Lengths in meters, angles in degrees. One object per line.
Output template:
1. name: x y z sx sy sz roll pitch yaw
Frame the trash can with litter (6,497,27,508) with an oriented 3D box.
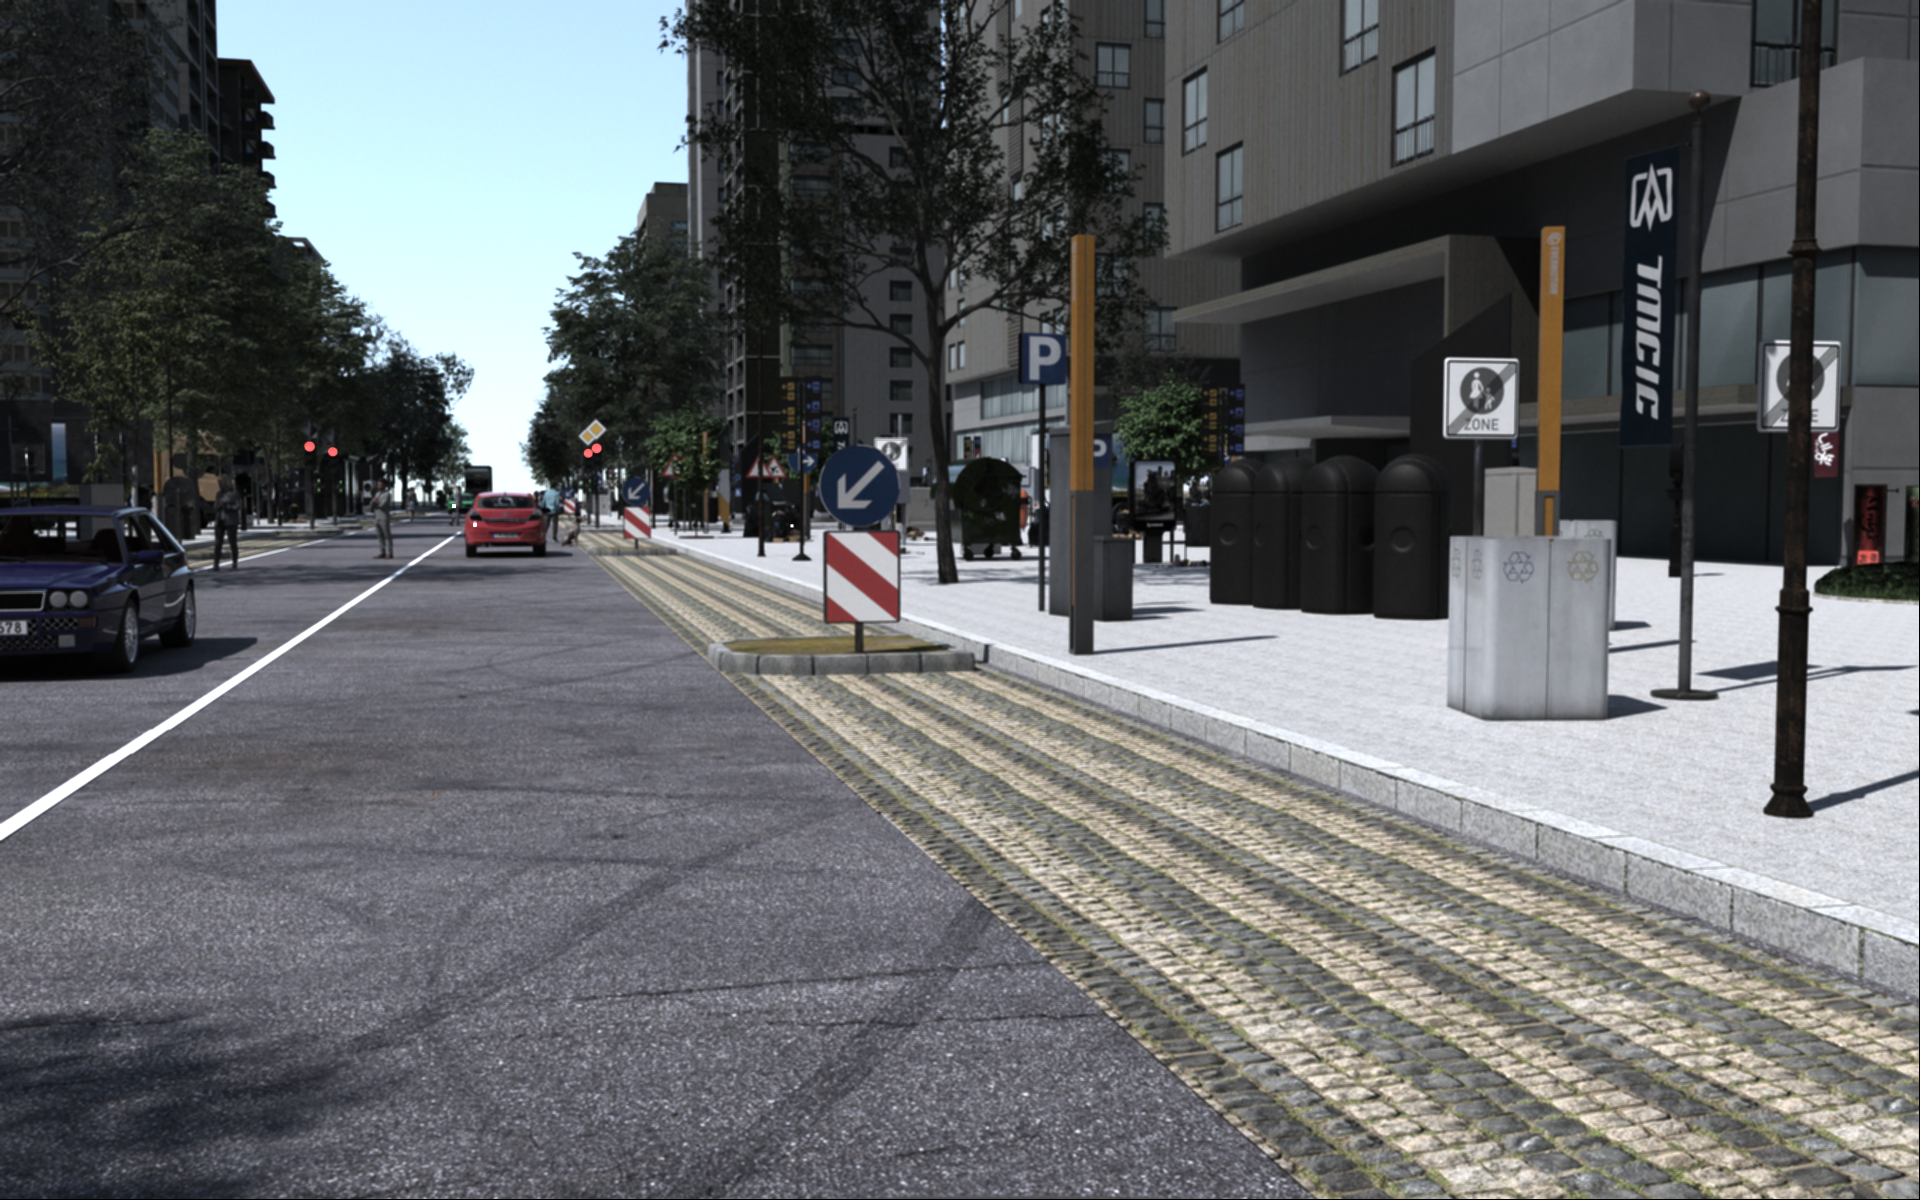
1. trash can with litter: -26.419 -2.337 49.275 1.678 1.210 2.233 -1 4 -12

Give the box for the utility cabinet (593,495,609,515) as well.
1. utility cabinet: -21.798 -5.759 105.329 1.020 1.237 0.306 0 4 3

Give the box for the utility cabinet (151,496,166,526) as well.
1. utility cabinet: -28.583 -3.083 61.571 1.020 1.237 0.306 3 5 40

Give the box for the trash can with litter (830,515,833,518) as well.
1. trash can with litter: -7.000 -5.333 98.580 0.624 1.170 1.055 0 4 6

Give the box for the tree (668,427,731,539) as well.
1. tree: -7.749 -3.409 50.339 1.663 3.219 1.824 0 3 0

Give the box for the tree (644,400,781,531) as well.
1. tree: -9.446 -4.722 60.925 4.285 4.588 4.351 0 3 0

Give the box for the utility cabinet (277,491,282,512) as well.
1. utility cabinet: -53.334 -7.781 135.892 1.173 1.500 0.318 -2 4 -34

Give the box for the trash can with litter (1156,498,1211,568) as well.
1. trash can with litter: 4.631 -1.196 30.610 2.233 1.210 1.678 1 4 10

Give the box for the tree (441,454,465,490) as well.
1. tree: -80.901 -19.929 276.197 4.737 8.622 4.395 0 3 0

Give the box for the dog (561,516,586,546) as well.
1. dog: -10.782 -1.892 47.772 0.800 0.831 0.513 2 4 32

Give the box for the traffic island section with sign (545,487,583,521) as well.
1. traffic island section with sign: -21.190 -5.184 93.385 1.989 1.847 2.006 -1 4 -14

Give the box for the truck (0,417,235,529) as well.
1. truck: -32.326 -4.611 64.299 11.283 4.237 2.839 -1 4 -15

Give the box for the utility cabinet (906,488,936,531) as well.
1. utility cabinet: -1.319 -3.069 58.853 1.173 1.500 0.318 -1 4 -23

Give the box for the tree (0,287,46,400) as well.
1. tree: -32.271 -6.512 56.835 4.360 8.622 3.978 0 3 0

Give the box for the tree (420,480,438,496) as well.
1. tree: -56.045 -11.472 182.172 1.663 3.219 1.824 0 3 0

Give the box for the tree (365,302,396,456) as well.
1. tree: -31.115 -10.081 82.951 7.486 12.596 7.792 0 3 0

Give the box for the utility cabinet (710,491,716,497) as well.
1. utility cabinet: -18.004 -7.192 126.267 1.173 1.500 0.318 -1 4 -16

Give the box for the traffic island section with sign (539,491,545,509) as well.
1. traffic island section with sign: -28.081 -6.839 120.445 1.989 1.847 2.006 -1 4 -14

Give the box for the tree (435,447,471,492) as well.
1. tree: -86.198 -22.052 294.966 7.601 10.594 8.767 -1 4 -8

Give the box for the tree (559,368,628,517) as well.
1. tree: -20.033 -9.026 97.943 4.360 8.622 3.978 0 3 0

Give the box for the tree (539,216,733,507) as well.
1. tree: -15.204 -10.651 80.793 9.857 13.997 8.962 0 3 0

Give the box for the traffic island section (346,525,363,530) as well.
1. traffic island section: -25.300 -2.923 70.070 2.009 0.180 2.903 -1 4 -14

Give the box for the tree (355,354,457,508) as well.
1. tree: -49.718 -15.190 155.017 9.857 13.997 8.962 0 3 0

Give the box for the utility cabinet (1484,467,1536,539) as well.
1. utility cabinet: 4.692 -0.361 14.578 0.318 1.500 1.173 0 4 5

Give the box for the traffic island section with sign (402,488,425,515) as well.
1. traffic island section with sign: -37.636 -6.713 118.388 1.989 1.847 2.006 -1 4 -14

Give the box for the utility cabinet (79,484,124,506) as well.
1. utility cabinet: -19.308 -1.853 38.973 0.318 1.500 1.173 1 4 8

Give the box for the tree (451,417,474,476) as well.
1. tree: -68.462 -18.607 229.980 9.928 11.665 9.643 0 3 0

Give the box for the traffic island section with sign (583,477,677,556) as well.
1. traffic island section with sign: -7.773 -1.967 40.782 1.989 1.847 2.006 -1 4 -14

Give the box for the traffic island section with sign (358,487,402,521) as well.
1. traffic island section with sign: -30.961 -5.110 92.178 1.989 1.847 2.006 -1 4 -14

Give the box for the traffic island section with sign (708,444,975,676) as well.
1. traffic island section with sign: -1.087 -0.364 14.572 1.989 1.847 2.006 -1 4 -14

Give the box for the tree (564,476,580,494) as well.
1. tree: -38.134 -10.818 171.478 1.663 3.219 1.824 0 3 0

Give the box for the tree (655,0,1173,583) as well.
1. tree: -0.506 -5.523 24.717 7.601 10.594 8.767 0 4 7

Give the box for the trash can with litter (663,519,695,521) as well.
1. trash can with litter: -13.521 -4.466 84.069 2.233 1.210 1.678 -3 4 -37

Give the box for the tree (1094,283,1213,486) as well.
1. tree: 6.390 -6.714 60.138 4.360 8.622 3.978 0 3 0

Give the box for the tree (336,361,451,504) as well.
1. tree: -44.895 -12.729 133.876 9.928 11.665 9.643 0 3 0

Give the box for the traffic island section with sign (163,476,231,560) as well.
1. traffic island section with sign: -17.139 -1.795 37.973 1.989 1.847 2.006 -1 4 -14

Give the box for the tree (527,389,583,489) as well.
1. tree: -40.509 -15.831 176.960 7.486 12.596 7.792 0 3 0

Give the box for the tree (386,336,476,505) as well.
1. tree: -65.259 -21.576 208.649 12.611 20.169 13.585 0 3 0

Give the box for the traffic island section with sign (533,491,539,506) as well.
1. traffic island section with sign: -40.516 -9.824 169.254 1.989 1.847 2.006 -1 4 -14

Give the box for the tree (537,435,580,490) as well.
1. tree: -53.923 -18.960 235.757 9.928 11.665 9.643 0 3 0

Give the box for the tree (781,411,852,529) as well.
1. tree: -5.575 -4.938 64.444 4.285 4.588 4.351 0 3 0

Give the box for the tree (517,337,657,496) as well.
1. tree: -28.347 -13.694 134.273 12.009 13.543 11.850 0 3 0

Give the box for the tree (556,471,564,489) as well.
1. tree: -57.035 -18.112 246.500 4.737 8.622 4.395 0 3 0

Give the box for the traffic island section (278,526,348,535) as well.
1. traffic island section: -23.328 -2.450 62.332 2.009 0.180 2.903 -1 4 -14

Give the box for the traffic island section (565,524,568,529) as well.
1. traffic island section: -15.519 -3.075 72.550 2.009 0.180 2.903 -1 4 -14

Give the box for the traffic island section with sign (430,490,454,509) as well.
1. traffic island section with sign: -49.897 -9.653 166.457 1.989 1.847 2.006 -1 4 -14

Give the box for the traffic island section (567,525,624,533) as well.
1. traffic island section: -13.547 -2.601 64.811 2.009 0.180 2.903 -1 4 -14

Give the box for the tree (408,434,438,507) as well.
1. tree: -54.922 -13.855 176.889 4.360 8.622 3.978 0 3 0

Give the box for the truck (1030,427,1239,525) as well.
1. truck: 8.786 -5.272 75.103 11.283 4.237 2.839 -1 4 -13

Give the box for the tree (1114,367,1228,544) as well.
1. tree: 5.603 -3.750 45.023 4.285 4.588 4.351 0 3 0

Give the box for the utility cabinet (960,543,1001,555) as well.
1. utility cabinet: 0.448 -1.552 36.544 0.306 1.237 1.020 3 5 42

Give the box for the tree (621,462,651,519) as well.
1. tree: -17.095 -5.818 89.723 1.663 3.219 1.824 0 3 0

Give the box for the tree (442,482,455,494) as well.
1. tree: -69.899 -14.766 236.023 1.663 3.219 1.824 0 3 0

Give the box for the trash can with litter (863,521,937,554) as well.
1. trash can with litter: -1.725 -1.614 37.440 1.678 1.210 2.233 -3 5 -44

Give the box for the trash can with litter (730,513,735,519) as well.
1. trash can with litter: -11.349 -4.738 88.854 1.055 1.170 0.624 -1 4 -13

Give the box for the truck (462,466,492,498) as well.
1. truck: -48.231 -11.290 173.498 2.839 4.237 11.283 -1 4 -14
